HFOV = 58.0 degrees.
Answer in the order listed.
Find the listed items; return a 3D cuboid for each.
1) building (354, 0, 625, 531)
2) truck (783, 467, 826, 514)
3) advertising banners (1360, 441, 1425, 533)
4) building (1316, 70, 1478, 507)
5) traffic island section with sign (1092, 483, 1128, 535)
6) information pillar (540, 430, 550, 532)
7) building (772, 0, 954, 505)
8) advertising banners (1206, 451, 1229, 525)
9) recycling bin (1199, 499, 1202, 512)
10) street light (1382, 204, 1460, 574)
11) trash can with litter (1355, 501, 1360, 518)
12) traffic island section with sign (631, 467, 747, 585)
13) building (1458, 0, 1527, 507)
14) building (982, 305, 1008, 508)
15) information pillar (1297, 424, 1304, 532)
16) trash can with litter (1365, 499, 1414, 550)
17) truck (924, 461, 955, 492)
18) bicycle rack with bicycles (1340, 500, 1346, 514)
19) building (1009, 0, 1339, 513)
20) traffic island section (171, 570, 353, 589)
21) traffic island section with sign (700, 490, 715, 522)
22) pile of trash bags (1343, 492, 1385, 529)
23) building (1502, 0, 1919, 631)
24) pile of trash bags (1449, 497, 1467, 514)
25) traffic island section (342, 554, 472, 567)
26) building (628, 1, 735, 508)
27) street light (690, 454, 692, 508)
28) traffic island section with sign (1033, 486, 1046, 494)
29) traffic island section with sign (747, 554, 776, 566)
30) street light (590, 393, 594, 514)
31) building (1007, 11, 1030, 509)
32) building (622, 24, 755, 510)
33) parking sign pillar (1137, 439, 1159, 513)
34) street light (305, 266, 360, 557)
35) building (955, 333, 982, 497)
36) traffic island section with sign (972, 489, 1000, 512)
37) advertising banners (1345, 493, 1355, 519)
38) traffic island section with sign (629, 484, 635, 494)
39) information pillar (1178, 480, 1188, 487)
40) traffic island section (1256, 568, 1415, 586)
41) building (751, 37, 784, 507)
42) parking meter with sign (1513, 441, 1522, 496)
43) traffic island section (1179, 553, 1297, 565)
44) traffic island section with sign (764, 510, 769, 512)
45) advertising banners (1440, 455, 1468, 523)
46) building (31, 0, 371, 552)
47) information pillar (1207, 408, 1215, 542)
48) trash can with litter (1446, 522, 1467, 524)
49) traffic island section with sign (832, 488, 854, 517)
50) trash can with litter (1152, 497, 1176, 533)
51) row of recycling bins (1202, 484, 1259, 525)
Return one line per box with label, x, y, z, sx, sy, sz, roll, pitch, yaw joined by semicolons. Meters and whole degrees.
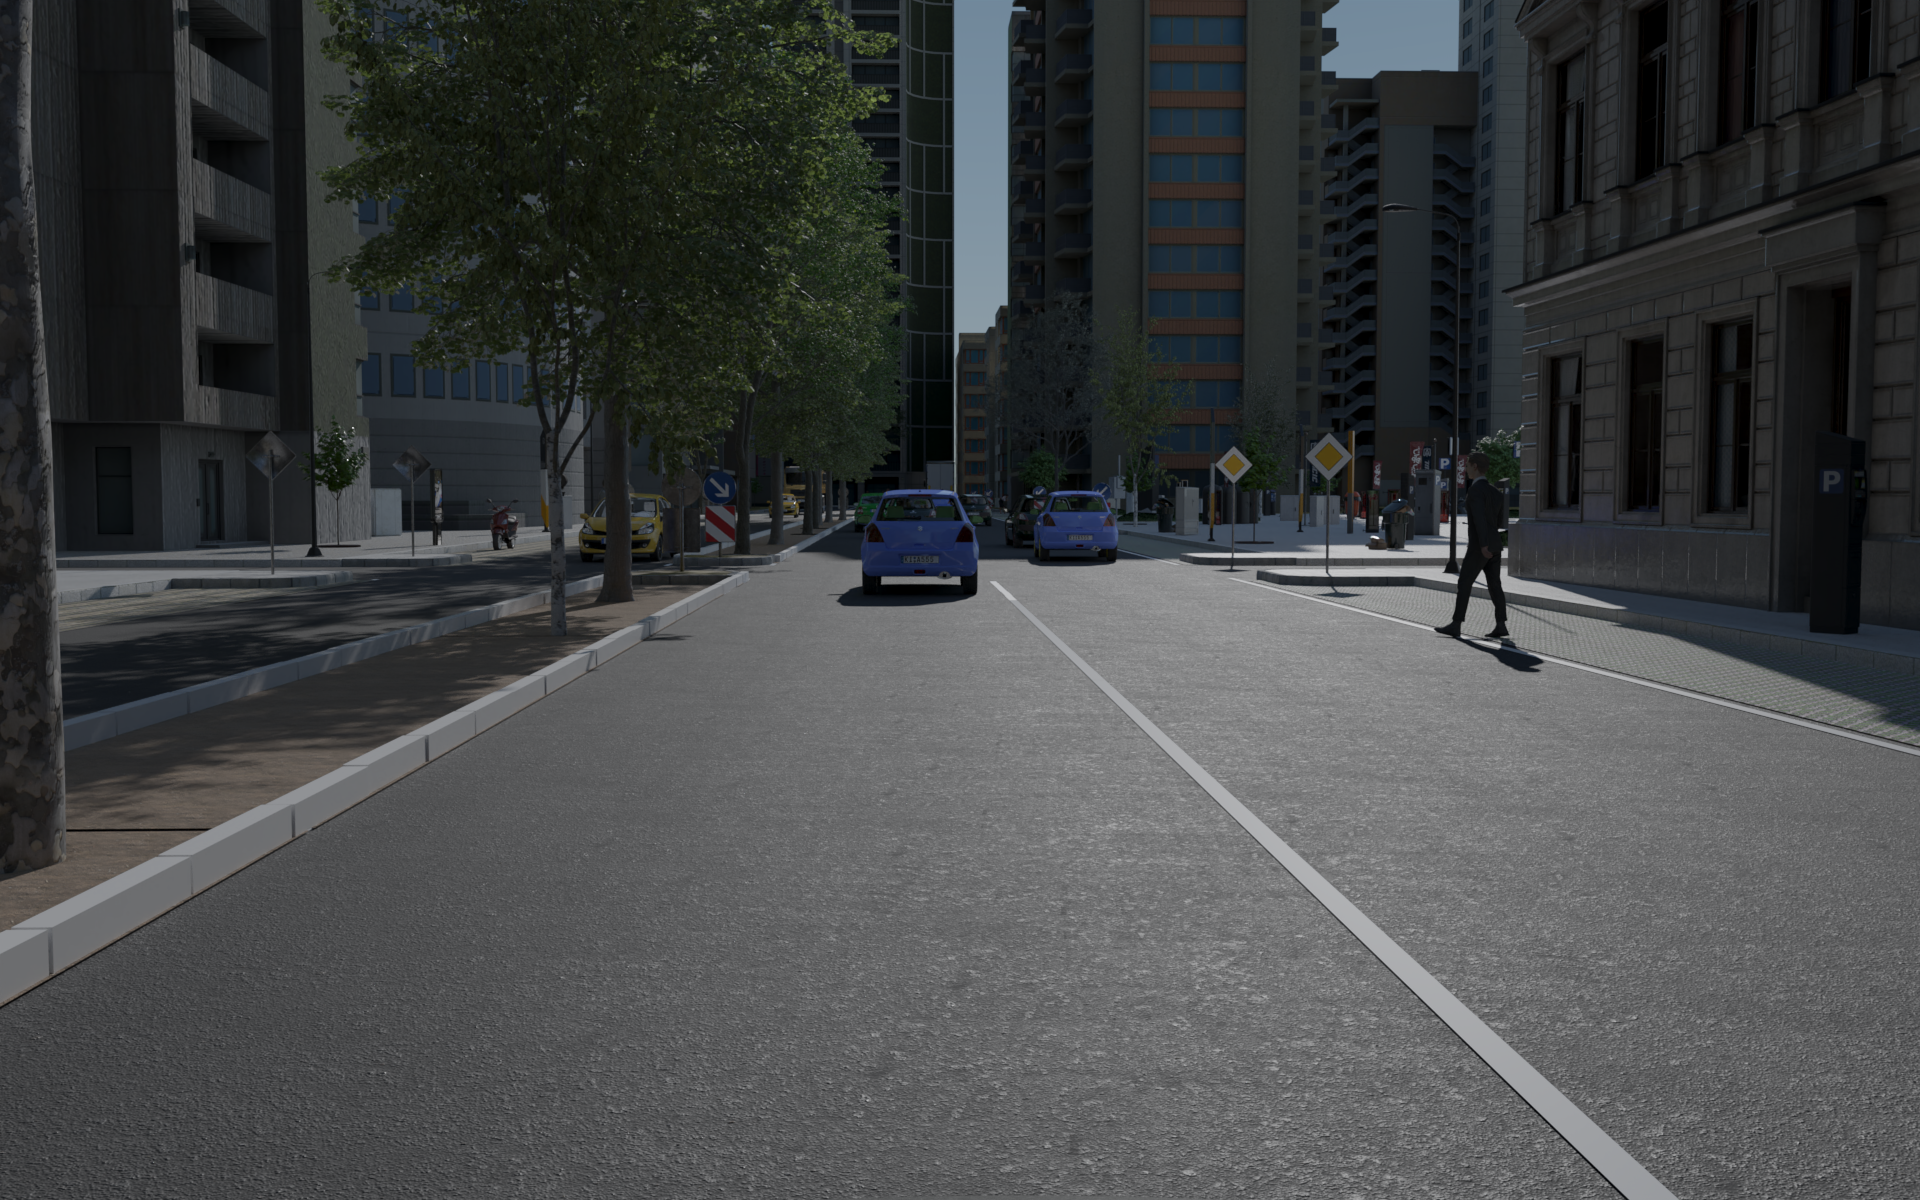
building;-26.639;-32.334;70.664;21.231;58.520;28.212;0;4;-2
truck;-11.215;-7.892;124.962;3.469;3.379;9.791;0;4;-2
advertising banners;14.321;-3.729;57.150;2.074;3.025;0.090;0;4;-7
building;44.255;-32.452;180.707;14.200;45.320;14.600;0;4;-2
traffic island section with sign;4.832;-3.227;61.387;1.989;1.847;2.006;0;4;-2
information pillar;-13.994;-4.097;58.337;0.183;3.616;0.504;-2;4;-34
building;-10.946;-46.764;202.845;20.611;71.187;20.563;0;4;-2
advertising banners;10.641;-4.594;71.307;0.090;3.025;2.074;-1;4;-17
recycling bin;12.645;-4.826;91.451;0.722;1.027;0.722;3;5;41
street light;7.457;-3.387;27.926;1.470;5.913;1.316;0;4;-2
trash can with litter;21.475;-5.002;93.164;0.624;1.170;1.055;-3;5;-41
traffic island section with sign;-4.597;-1.220;28.086;2.006;1.907;1.989;0;4;-2
building;61.734;-45.250;178.091;20.611;71.187;20.563;0;4;-2
building;16.989;-20.096;173.608;27.650;21.520;28.899;0;4;-2
information pillar;11.444;-4.083;58.113;0.183;3.616;0.504;0;4;4
trash can with litter;9.936;-1.755;40.084;1.055;1.170;0.624;-2;4;-31
truck;-1.801;-10.054;153.301;2.839;4.237;11.283;0;4;-1
bicycle rack with bicycles;23.852;-5.911;110.023;2.925;0.926;2.852;-3;4;-39
building;15.287;-29.019;129.089;22.147;44.769;28.867;0;4;-2
traffic island section;-10.983;-0.327;27.630;2.009;0.180;2.903;0;4;-2
traffic island section with sign;-12.771;-4.863;88.140;1.989;1.847;2.006;0;4;-2
pile of trash bags;15.736;-3.271;63.238;3.447;1.369;1.912;1;4;21
building;13.607;-9.362;17.705;10.561;19.102;19.286;0;4;-2
pile of trash bags;31.982;-6.164;110.535;1.912;1.369;3.447;3;5;40
traffic island section;-11.262;-0.815;35.610;2.009;0.180;2.903;0;4;-2
building;-30.841;-32.643;122.947;28.713;52.752;27.495;0;4;-2
street light;-15.015;-7.805;100.151;1.470;5.913;1.316;0;4;-2
traffic island section with sign;3.896;-4.875;88.326;1.989;1.847;2.006;0;4;-2
traffic island section with sign;-4.846;-1.673;35.489;2.006;1.907;1.989;0;4;-2
street light;-13.915;-5.836;67.952;1.470;5.913;1.316;0;4;-2
building;11.052;-28.593;151.094;14.154;41.232;14.086;0;4;-2
building;-24.731;-30.241;144.545;14.600;45.320;14.200;0;4;-2
parking sign pillar;9.325;-5.973;86.124;1.447;3.967;1.447;-2;4;-33
street light;-12.683;-3.840;35.319;1.470;5.913;1.316;0;4;-2
building;14.307;-22.256;208.921;28.899;21.520;27.650;0;4;-2
traffic island section with sign;2.164;-7.915;138.030;1.989;1.847;2.006;0;4;-2
advertising banners;20.910;-5.717;89.657;2.074;3.025;0.090;-1;4;-14
traffic island section with sign;-11.837;-3.215;61.201;1.989;1.847;2.006;0;4;-2
information pillar;11.758;-5.281;90.830;0.304;2.012;0.304;0;4;-7
traffic island section;5.999;-0.363;28.217;2.009;0.180;2.903;0;4;-2
building;-29.170;-33.714;174.919;21.600;48.544;21.300;0;4;-2
parking meter with sign;18.521;-3.674;56.328;0.543;3.016;1.738;0;4;-1
traffic island section;5.720;-0.851;36.197;2.009;0.180;2.903;0;4;-2
traffic island section with sign;-14.496;-7.871;137.319;1.989;1.847;2.006;0;4;-2
advertising banners;21.601;-4.967;77.406;2.074;3.025;0.090;1;4;11
building;-23.433;-16.471;40.995;14.160;30.474;14.107;0;4;-2
information pillar;6.815;-3.391;46.802;0.183;3.616;0.504;0;4;4
trash can with litter;21.856;-3.858;74.136;2.233;1.210;1.678;0;4;1
traffic island section with sign;-7.481;-6.266;110.582;2.006;1.907;1.989;0;4;-2
trash can with litter;6.968;-2.835;57.746;1.055;1.170;0.624;-3;5;-40
row of recycling bins;11.663;-4.107;74.267;1.069;1.692;3.534;3;5;44
